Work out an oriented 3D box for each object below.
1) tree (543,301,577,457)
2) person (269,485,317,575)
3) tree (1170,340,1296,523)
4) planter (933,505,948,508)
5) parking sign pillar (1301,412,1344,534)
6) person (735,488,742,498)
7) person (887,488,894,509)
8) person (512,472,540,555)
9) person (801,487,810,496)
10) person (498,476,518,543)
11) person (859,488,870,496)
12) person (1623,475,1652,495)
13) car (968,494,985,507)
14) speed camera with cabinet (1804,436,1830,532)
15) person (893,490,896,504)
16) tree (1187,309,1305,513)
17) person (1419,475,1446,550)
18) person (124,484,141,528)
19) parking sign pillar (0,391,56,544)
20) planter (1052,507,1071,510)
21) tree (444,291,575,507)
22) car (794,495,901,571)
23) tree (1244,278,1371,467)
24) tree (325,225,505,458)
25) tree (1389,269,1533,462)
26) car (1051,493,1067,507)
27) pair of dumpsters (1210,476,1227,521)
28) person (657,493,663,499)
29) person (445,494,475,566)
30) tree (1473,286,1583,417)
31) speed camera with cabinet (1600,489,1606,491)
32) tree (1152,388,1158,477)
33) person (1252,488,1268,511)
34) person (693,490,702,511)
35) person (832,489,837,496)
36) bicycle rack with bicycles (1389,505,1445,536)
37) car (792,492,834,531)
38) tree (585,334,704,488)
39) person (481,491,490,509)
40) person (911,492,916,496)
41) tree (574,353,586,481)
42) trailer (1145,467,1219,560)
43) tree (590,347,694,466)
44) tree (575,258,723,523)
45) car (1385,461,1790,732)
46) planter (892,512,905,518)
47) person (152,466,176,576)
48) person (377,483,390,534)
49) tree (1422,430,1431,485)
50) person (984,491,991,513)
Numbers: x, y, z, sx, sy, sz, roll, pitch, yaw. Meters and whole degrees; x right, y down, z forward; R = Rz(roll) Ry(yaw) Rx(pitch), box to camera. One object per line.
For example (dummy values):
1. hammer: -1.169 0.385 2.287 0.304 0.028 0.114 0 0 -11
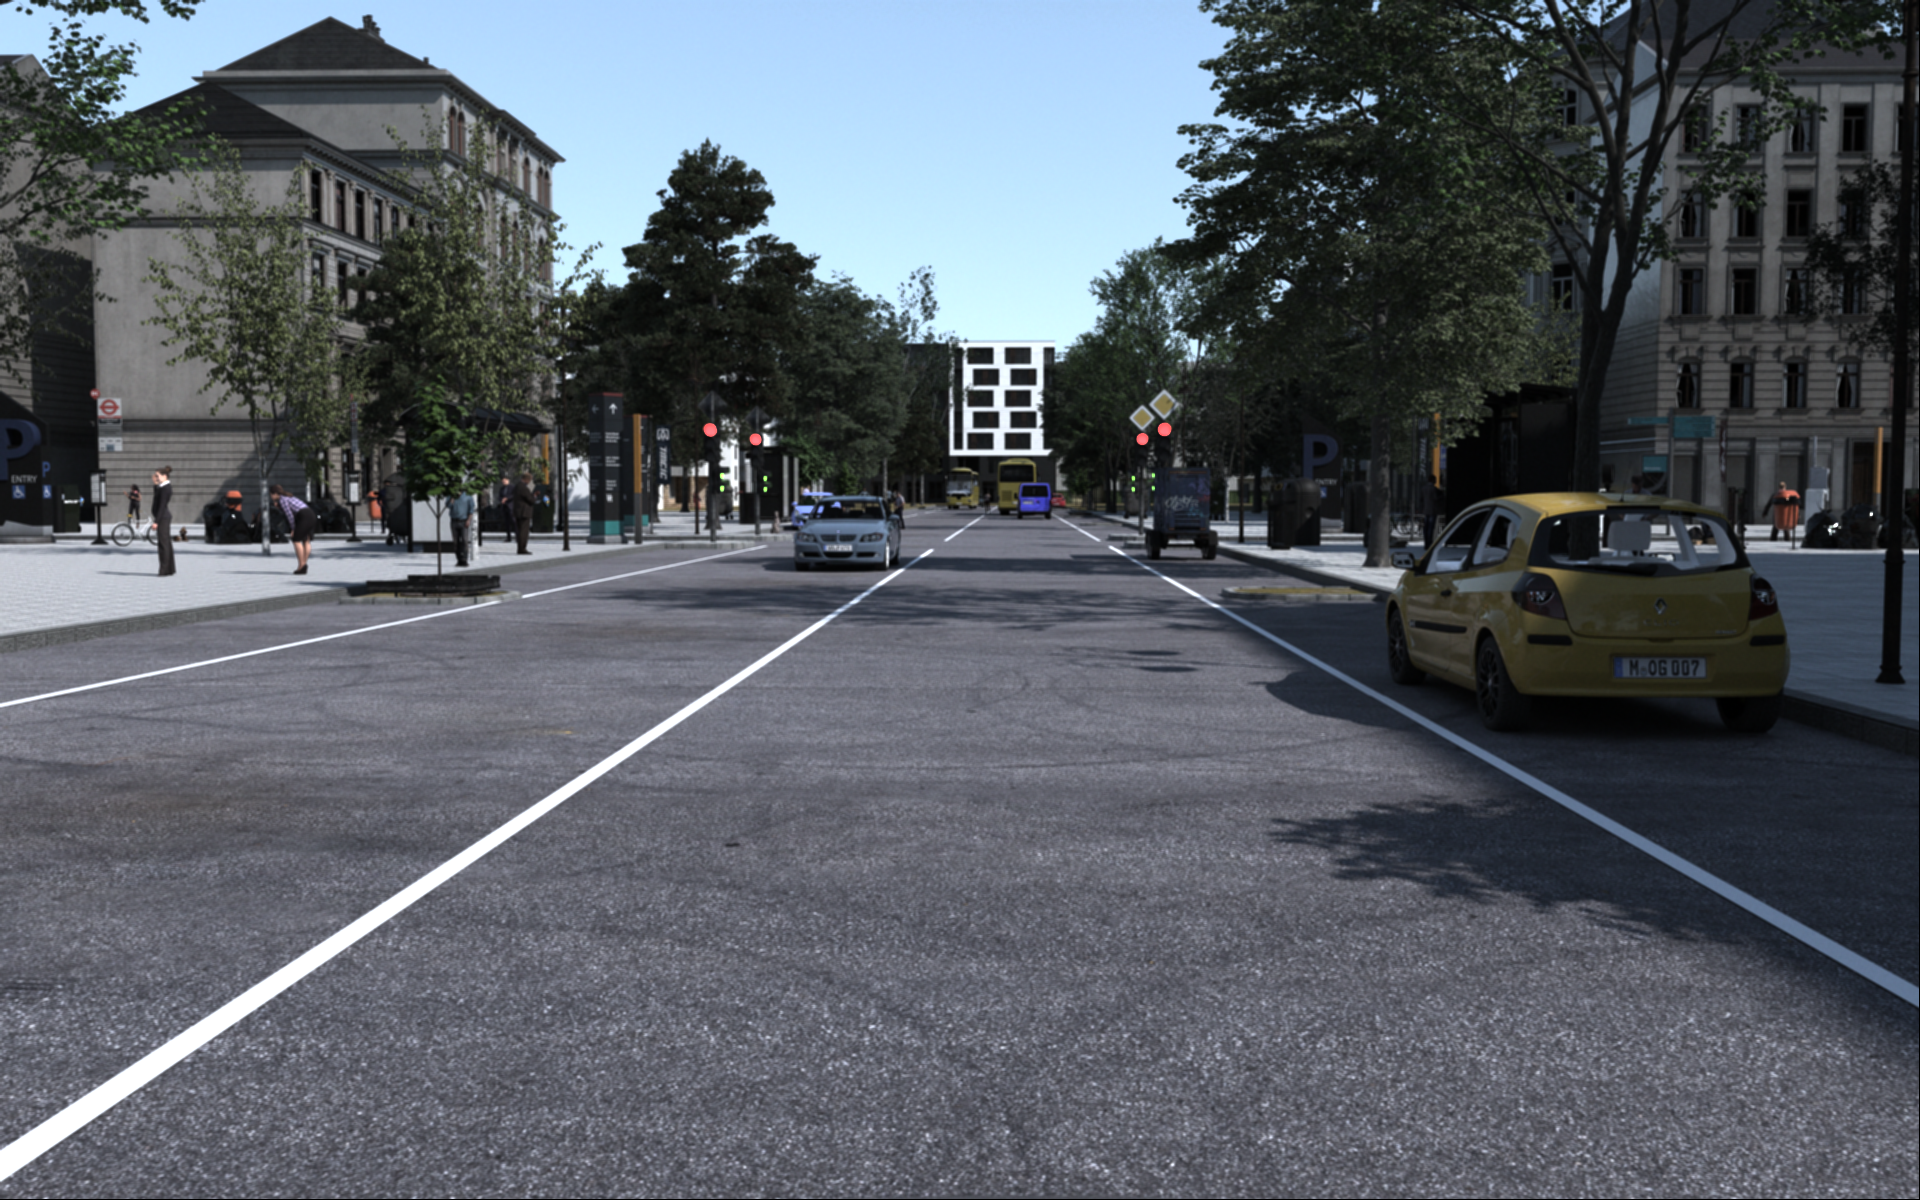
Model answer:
1. tree: -19.900 -11.802 100.389 7.806 13.903 7.818 0 3 0
2. person: -10.617 -1.119 27.578 0.697 1.427 0.421 0 4 -8
3. tree: 12.170 -7.810 78.061 4.360 8.622 3.978 0 3 0
4. planter: -1.866 -9.950 183.819 1.991 0.319 1.994 0 4 2
5. parking sign pillar: 11.760 -4.150 56.330 1.447 3.967 1.447 1 4 15
6. person: -19.993 -9.313 158.242 1.348 1.831 0.705 1 4 13
7. person: -6.332 -9.002 153.215 1.348 1.826 0.705 -3 4 -36
8. person: -9.220 -1.841 36.838 0.565 1.739 0.600 2 4 31
9. person: -9.524 -6.131 106.156 0.709 1.838 0.599 -3 5 -42
10. person: -11.950 -2.402 45.772 0.683 1.767 0.568 1 4 16
11. person: -8.302 -8.844 150.627 1.348 1.826 0.705 -2 4 -25
12. person: 9.744 -1.015 24.846 0.614 1.554 0.590 3 5 41
13. car: 1.766 -10.890 187.829 2.009 1.686 4.222 0 4 2
14. speed camera with cabinet: 29.020 -3.930 58.583 0.660 3.252 2.038 2 4 31
15. person: -7.219 -11.419 193.525 0.721 1.735 1.217 0 4 -7
16. tree: 20.031 -12.845 116.677 9.857 13.997 8.962 0 3 0
17. person: 10.836 -2.006 39.662 0.431 1.722 0.655 -1 4 -17
18. person: -30.822 -3.486 64.511 0.593 1.643 0.415 -2 4 -29
19. parking sign pillar: -24.337 -3.455 44.960 1.447 3.967 1.447 0 4 5
20. planter: 8.969 -8.248 155.986 1.991 0.319 1.994 0 4 2
21. tree: -16.347 -6.851 62.378 4.360 8.622 3.978 0 3 0
22. car: -2.142 -1.334 33.813 2.014 1.417 4.499 0 4 2
23. tree: 20.516 -11.803 100.398 7.806 13.903 7.818 0 3 0
24. tree: -21.733 -8.994 69.103 6.751 12.117 7.091 0 3 0
25. tree: 22.155 -9.497 77.325 6.751 12.117 7.091 0 3 0
26. car: 9.068 -9.505 164.444 2.155 1.783 4.494 0 4 1
27. pair of dumpsters: 12.062 -5.021 84.581 1.574 2.255 4.436 0 4 2
28. person: -23.180 -7.642 131.712 1.217 1.735 0.721 1 4 17
29. person: -8.832 -1.370 30.655 0.499 1.552 0.429 1 4 16
30. tree: 20.168 -6.746 60.652 4.737 8.622 4.395 0 3 0
31. speed camera with cabinet: 19.553 -3.698 54.798 2.038 3.252 0.660 -2 4 -31
32. tree: 13.052 -8.543 90.034 4.360 8.622 3.978 0 3 0
33. person: 22.668 -7.586 130.795 1.217 1.735 0.721 2 4 25
34. person: -19.528 -7.393 128.614 0.593 1.614 0.444 2 4 25
35. person: -12.651 -10.066 170.724 1.348 1.812 0.705 0 4 -7
36. bicycle rack with bicycles: 14.401 -2.473 53.820 2.925 0.926 2.852 -1 4 -15
37. car: -5.688 -3.635 69.029 1.945 1.707 3.694 0 4 3
38. tree: -12.465 -7.310 69.882 4.360 8.622 3.978 0 3 0
39. person: -25.270 -5.198 91.587 0.990 1.755 0.434 -1 4 -13
40. person: -5.444 -11.914 201.286 0.683 1.767 0.568 -1 4 -9
41. tree: -18.579 -8.354 86.958 4.360 8.622 3.978 0 3 0
42. trailer: 4.877 -1.940 38.767 1.471 1.999 3.904 0 4 1
43. tree: -20.149 -11.254 109.765 9.928 11.665 9.643 0 3 0
44. tree: -13.624 -9.464 76.784 6.751 12.117 7.091 0 3 0
45. car: 4.083 -0.100 11.857 2.015 1.641 3.980 0 4 2
46. planter: -4.367 -5.202 106.185 1.991 0.319 1.994 0 4 2
47. person: -12.630 -1.249 27.260 0.742 1.727 0.445 3 4 38
48. person: -18.557 -3.016 56.059 0.576 1.737 0.504 -1 4 -22
49. tree: 23.978 -8.149 83.603 4.737 8.622 4.395 0 3 0
50. person: 2.023 -7.294 129.222 0.517 1.644 0.566 3 4 38
